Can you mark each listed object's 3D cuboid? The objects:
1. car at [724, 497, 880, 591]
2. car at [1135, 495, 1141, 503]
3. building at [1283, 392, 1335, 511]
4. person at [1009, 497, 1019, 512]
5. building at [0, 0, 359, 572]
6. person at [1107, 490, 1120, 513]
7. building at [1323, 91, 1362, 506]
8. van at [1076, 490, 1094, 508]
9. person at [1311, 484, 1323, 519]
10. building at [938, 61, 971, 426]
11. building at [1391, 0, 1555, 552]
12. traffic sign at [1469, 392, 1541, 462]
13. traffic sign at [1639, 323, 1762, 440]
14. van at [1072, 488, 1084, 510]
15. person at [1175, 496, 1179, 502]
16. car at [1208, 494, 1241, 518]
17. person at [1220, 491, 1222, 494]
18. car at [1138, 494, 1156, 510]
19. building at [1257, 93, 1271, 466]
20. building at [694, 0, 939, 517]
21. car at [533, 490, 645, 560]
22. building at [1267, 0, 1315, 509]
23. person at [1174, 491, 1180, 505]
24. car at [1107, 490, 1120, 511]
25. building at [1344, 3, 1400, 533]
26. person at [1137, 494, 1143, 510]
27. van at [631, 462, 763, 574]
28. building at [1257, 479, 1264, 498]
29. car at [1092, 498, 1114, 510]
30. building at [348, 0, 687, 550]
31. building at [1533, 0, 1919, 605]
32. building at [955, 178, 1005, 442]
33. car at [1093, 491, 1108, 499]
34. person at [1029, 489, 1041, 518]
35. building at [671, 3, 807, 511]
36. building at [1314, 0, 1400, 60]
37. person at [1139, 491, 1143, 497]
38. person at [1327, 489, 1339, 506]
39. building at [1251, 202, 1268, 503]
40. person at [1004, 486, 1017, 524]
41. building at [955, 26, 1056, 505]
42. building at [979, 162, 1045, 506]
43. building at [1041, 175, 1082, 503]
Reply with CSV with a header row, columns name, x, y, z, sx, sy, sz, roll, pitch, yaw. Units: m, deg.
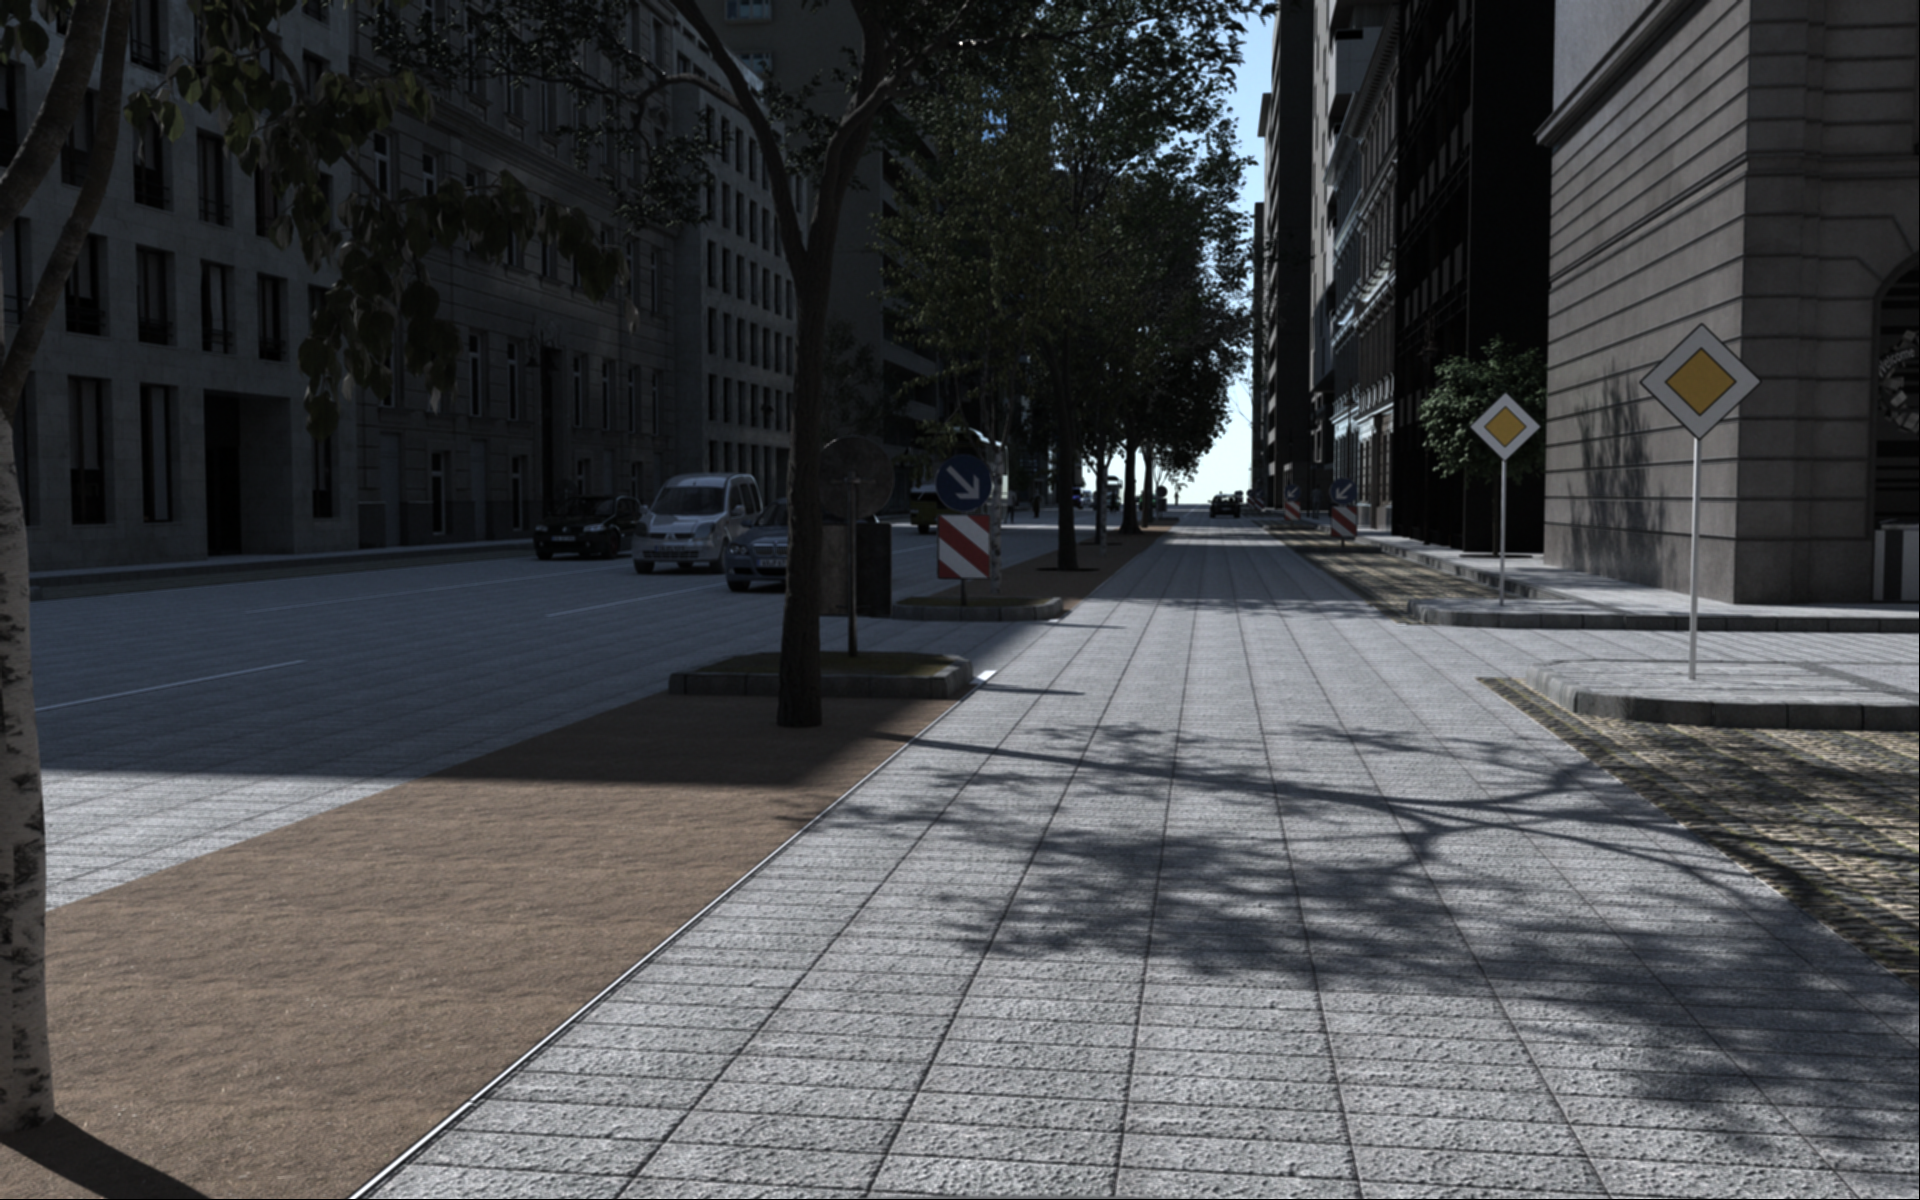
name,x,y,z,sx,sy,sz,roll,pitch,yaw
car,-2.293,-0.915,26.968,2.014,1.417,4.499,1,4,10
car,25.259,-14.064,242.528,1.945,1.354,3.894,0,4,7
building,36.246,-42.562,134.135,20.563,71.187,20.611,1,4,8
person,4.028,-7.703,135.134,1.217,1.739,0.721,2,4,24
building,-20.028,-10.796,31.267,10.420,20.320,16.860,1,4,8
person,11.606,-7.467,131.300,1.217,1.735,0.721,1,4,17
building,23.741,-15.064,82.454,11.583,22.565,21.152,1,4,8
van,13.366,-10.922,185.582,2.013,2.044,4.112,1,4,9
person,18.434,-5.082,89.326,0.606,1.804,0.583,1,4,19
building,-11.120,-29.321,134.031,22.147,44.769,28.867,1,4,8
building,18.366,-13.137,44.467,12.332,23.373,15.834,1,4,8
traffic sign,6.232,-1.076,19.787,0.795,2.593,0.064,1,4,8
traffic sign,5.079,-0.593,11.885,0.795,2.593,0.064,1,4,8
van,10.497,-9.644,162.071,2.240,2.365,5.245,0,4,7
person,31.110,-14.634,248.208,0.568,1.767,0.683,0,4,-3
car,16.021,-5.810,104.784,2.009,1.686,4.222,0,4,6
person,28.390,-11.006,189.234,0.721,1.735,1.217,-2,4,-23
car,16.755,-8.829,153.153,1.959,1.807,4.718,0,4,8
building,52.597,-38.638,220.977,28.713,52.752,27.495,1,4,8
building,-13.519,-29.670,108.812,21.300,48.544,21.600,1,4,8
car,-8.238,-1.792,39.080,2.009,1.686,4.222,0,4,7
building,39.110,-32.577,156.332,21.300,48.544,21.600,1,4,8
person,27.569,-12.945,220.167,0.705,1.822,1.348,-2,4,-24
car,12.821,-8.572,148.945,1.959,1.807,4.718,0,4,6
building,19.805,-12.078,62.100,10.561,19.102,19.286,1,4,8
person,15.394,-8.323,145.302,1.217,1.743,0.721,-1,4,-21
van,-4.858,-1.556,32.452,2.013,2.044,4.112,0,4,7
building,50.154,-30.786,195.240,32.217,40.220,23.993,1,4,8
car,12.894,-8.783,155.601,2.014,1.417,4.499,0,4,7
building,-17.715,-15.573,51.881,12.463,27.353,25.104,1,4,8
building,21.254,-11.118,23.580,24.055,21.916,13.314,1,4,8
building,-3.791,-23.448,155.075,14.160,30.474,14.107,1,4,8
car,16.272,-11.775,201.199,2.281,1.827,5.304,1,4,9
person,4.539,-5.824,104.459,0.721,1.736,1.217,-2,4,-32
building,-13.429,-13.326,72.636,10.420,20.320,16.860,1,4,8
building,36.779,-31.848,109.955,28.713,52.752,27.495,1,4,8
person,20.436,-11.424,195.151,0.599,1.838,0.709,-1,4,-20
person,16.087,-4.163,74.291,0.473,1.802,0.592,-2,4,-32
building,48.198,-34.242,243.450,14.154,41.232,14.086,1,4,8
person,2.422,-4.620,83.877,0.661,1.843,0.795,1,4,19
building,1.588,-55.459,219.425,22.319,86.520,31.000,1,4,8
building,-7.120,-30.696,193.768,32.217,40.220,23.993,1,4,8
building,9.846,-36.296,243.546,14.600,45.320,14.200,1,4,8
